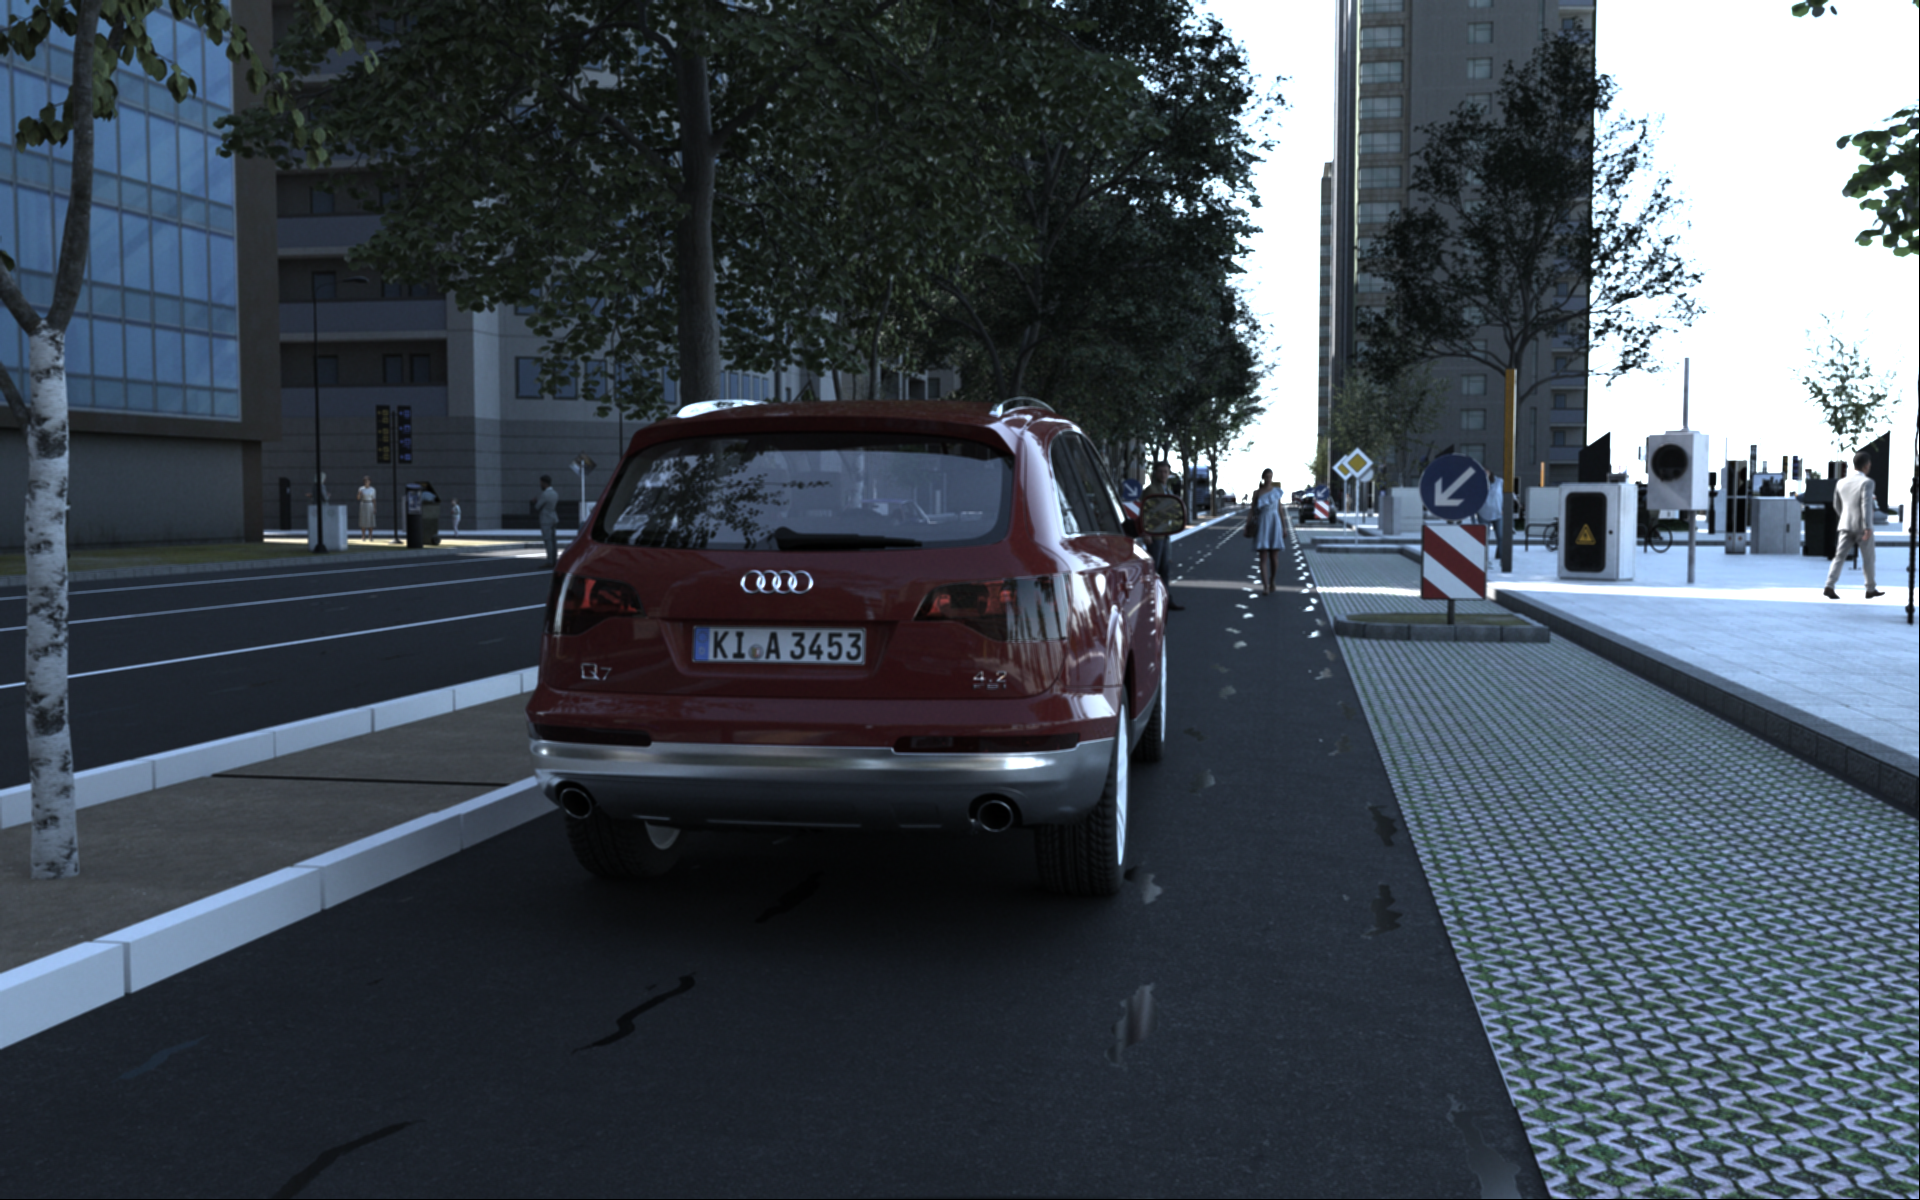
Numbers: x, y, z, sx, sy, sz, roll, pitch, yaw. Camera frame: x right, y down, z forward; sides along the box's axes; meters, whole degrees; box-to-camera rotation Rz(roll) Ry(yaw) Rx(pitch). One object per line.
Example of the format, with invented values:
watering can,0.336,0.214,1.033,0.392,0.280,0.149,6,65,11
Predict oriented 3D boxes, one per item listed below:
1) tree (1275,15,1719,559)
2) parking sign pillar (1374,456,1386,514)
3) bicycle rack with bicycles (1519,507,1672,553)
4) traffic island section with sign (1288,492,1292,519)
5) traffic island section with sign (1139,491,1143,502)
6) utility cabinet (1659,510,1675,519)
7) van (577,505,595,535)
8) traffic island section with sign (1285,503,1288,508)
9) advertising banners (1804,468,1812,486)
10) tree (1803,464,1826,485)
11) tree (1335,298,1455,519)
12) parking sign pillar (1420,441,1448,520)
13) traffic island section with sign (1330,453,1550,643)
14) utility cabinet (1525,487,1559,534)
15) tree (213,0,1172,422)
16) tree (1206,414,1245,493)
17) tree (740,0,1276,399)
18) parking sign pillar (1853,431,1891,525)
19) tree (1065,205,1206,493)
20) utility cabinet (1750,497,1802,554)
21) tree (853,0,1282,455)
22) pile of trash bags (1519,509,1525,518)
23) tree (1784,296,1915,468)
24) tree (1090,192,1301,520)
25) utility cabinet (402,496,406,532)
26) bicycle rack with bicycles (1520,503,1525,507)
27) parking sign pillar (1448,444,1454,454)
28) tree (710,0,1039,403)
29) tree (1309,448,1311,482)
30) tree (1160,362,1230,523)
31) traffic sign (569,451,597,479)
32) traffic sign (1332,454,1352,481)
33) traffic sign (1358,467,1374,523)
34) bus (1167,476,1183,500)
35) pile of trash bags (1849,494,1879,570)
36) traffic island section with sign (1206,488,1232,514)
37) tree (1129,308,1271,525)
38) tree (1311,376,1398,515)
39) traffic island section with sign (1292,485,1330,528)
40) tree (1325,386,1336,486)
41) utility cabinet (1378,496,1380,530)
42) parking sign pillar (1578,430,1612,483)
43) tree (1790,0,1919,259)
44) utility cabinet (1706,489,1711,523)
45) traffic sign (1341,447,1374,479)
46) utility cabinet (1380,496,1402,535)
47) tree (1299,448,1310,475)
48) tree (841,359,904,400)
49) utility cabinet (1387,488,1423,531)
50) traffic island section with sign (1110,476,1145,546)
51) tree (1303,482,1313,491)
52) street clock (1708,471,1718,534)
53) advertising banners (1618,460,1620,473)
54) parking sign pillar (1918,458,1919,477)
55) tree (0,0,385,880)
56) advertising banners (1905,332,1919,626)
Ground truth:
tree,11.060,-6.082,33.850,7.601,10.594,8.767,2,4,25
parking sign pillar,27.944,-7.713,114.574,1.447,3.967,1.447,1,4,11
bicycle rack with bicycles,13.955,-1.545,38.647,2.852,0.926,2.925,-1,4,-21
traffic island section with sign,20.097,-5.576,99.797,1.989,1.847,2.006,1,4,10
traffic island section with sign,24.464,-13.718,232.919,1.989,1.847,2.006,1,4,10
utility cabinet,25.632,-3.184,63.215,1.020,1.237,0.306,-1,4,-23
van,-5.813,-1.573,32.723,2.013,2.044,4.112,1,4,12
traffic island section with sign,29.266,-8.595,149.156,1.989,1.847,2.006,1,4,10
advertising banners,57.836,-7.356,116.451,2.074,3.025,0.090,1,4,18
tree,54.522,-7.068,110.155,1.663,3.219,1.824,0,3,0
tree,16.441,-6.973,64.372,4.360,8.622,3.978,0,3,0
parking sign pillar,23.420,-6.016,86.839,1.447,3.967,1.447,2,4,29
traffic island section with sign,4.847,-0.553,17.666,1.989,1.847,2.006,1,4,10
utility cabinet,18.365,-2.795,54.379,1.173,1.500,0.318,0,4,-5
tree,-1.986,-5.641,12.819,7.486,12.596,7.792,0,3,0
tree,16.781,-9.836,113.636,4.360,8.622,3.978,0,3,0
tree,0.553,-5.395,25.079,8.767,10.594,7.601,1,4,10
parking sign pillar,38.397,-5.169,72.983,1.447,3.967,1.447,1,4,13
tree,3.834,-5.485,42.505,4.360,8.622,3.978,0,3,0
utility cabinet,17.525,-1.592,37.189,1.020,1.237,0.306,-1,4,-10
tree,1.906,-7.693,34.900,9.857,13.997,8.962,0,3,0
pile of trash bags,27.642,-4.670,86.105,3.447,1.369,1.912,1,4,13
tree,33.280,-7.017,65.097,4.737,8.622,4.395,0,3,0
tree,8.048,-9.483,67.876,12.009,13.543,11.850,0,3,0
utility cabinet,-18.403,-2.864,57.994,0.306,1.237,1.020,-2,4,-33
bicycle rack with bicycles,26.648,-4.267,83.153,2.852,0.926,2.925,-1,4,-19
parking sign pillar,25.817,-6.389,92.938,1.447,3.967,1.447,1,4,17
tree,-1.150,-4.053,19.090,4.737,8.622,4.395,0,3,0
tree,28.275,-10.662,124.682,4.737,8.622,4.395,0,3,0
tree,11.469,-8.158,86.205,4.737,8.622,4.395,0,3,0
traffic sign,-10.125,-2.710,46.500,0.795,2.593,0.064,1,4,10
traffic sign,11.284,-2.963,50.639,0.795,2.593,0.064,1,4,10
traffic sign,17.698,-4.631,75.820,0.768,2.556,0.104,1,4,13
bus,21.561,-11.066,175.792,2.948,3.499,13.247,1,4,11
pile of trash bags,16.605,-1.179,29.027,3.447,1.369,1.912,2,4,28
traffic island section with sign,18.855,-7.172,125.396,2.006,1.907,1.989,1,4,10
tree,10.216,-9.210,78.801,9.928,11.665,9.643,0,3,0
tree,24.606,-9.559,106.652,4.737,8.622,4.395,0,3,0
traffic island section with sign,15.178,-3.955,73.293,1.989,1.847,2.006,1,4,10
tree,20.934,-8.594,90.878,4.360,8.622,3.978,0,3,0
utility cabinet,15.333,-3.140,62.503,0.306,1.237,1.020,2,4,23
parking sign pillar,27.043,-5.215,73.733,1.447,3.967,1.447,3,4,37
tree,7.042,-5.460,7.393,7.486,12.596,7.792,0,3,0
utility cabinet,33.666,-4.157,76.643,1.173,1.500,0.318,3,5,40
traffic sign,9.825,-2.483,42.788,0.795,2.593,0.064,1,4,10
utility cabinet,13.575,-2.644,54.388,0.306,1.237,1.020,0,4,-3
tree,42.789,-15.643,206.119,4.737,8.622,4.395,0,3,0
tree,-4.575,-8.608,91.100,4.360,8.622,3.978,0,3,0
utility cabinet,15.047,-3.052,58.578,1.173,1.500,0.318,-1,4,-14
traffic island section with sign,5.144,-2.653,51.514,2.006,1.907,1.989,1,4,10
tree,55.530,-17.191,275.678,1.663,3.219,1.824,0,3,0
street clock,24.133,-3.119,55.559,0.358,2.002,0.471,1,4,20
advertising banners,33.789,-5.687,89.164,0.090,3.025,2.074,1,4,13
parking sign pillar,49.573,-6.105,88.284,1.447,3.967,1.447,3,4,38
tree,-3.375,-3.280,6.443,4.737,8.622,4.395,0,3,0
advertising banners,9.518,-1.288,17.250,0.090,3.025,2.074,2,4,28
